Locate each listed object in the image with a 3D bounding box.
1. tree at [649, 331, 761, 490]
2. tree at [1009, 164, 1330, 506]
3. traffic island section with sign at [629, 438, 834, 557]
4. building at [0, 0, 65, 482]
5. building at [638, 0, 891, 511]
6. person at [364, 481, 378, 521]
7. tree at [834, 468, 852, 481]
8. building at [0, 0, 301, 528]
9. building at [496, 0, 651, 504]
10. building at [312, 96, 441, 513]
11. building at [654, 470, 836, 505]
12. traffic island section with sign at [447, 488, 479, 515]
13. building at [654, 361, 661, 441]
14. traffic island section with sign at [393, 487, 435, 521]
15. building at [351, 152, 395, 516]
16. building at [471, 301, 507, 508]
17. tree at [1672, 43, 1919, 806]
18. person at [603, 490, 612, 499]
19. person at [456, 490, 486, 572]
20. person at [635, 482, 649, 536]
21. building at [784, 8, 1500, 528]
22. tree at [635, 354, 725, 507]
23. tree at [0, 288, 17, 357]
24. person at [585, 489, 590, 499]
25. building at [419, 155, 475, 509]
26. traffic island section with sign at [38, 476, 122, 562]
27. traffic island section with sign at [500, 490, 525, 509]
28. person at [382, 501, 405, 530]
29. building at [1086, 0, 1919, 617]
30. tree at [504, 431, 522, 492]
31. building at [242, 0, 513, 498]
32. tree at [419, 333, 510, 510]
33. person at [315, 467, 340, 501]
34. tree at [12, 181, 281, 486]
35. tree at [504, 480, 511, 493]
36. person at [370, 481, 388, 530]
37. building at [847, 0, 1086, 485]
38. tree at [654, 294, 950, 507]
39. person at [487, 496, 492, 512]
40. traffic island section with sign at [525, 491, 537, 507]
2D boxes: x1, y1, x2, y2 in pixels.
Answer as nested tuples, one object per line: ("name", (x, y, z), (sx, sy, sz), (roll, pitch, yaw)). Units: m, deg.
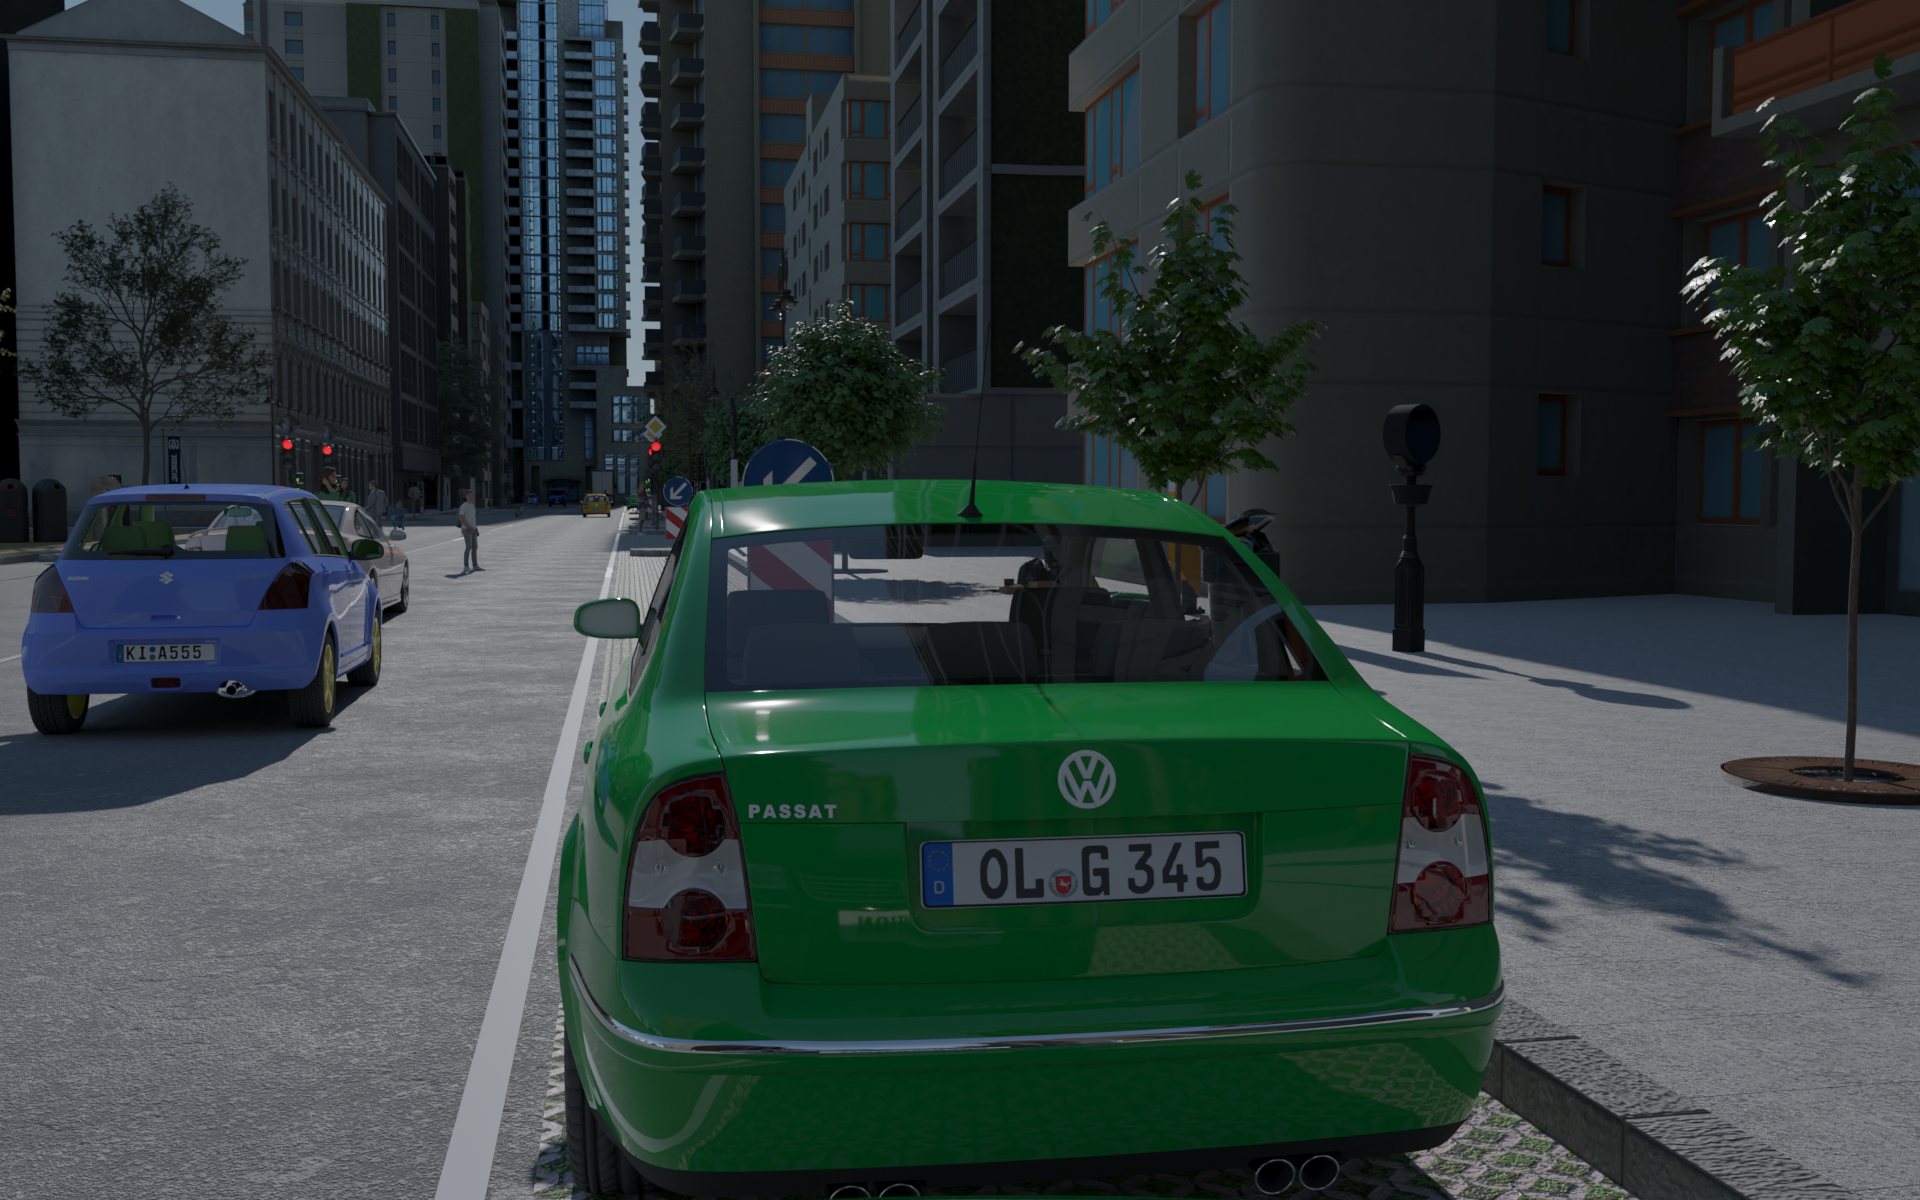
("tree", (-11.134, -7.799, 77.870), (4.360, 8.622, 3.978), (0, 3, 0))
("tree", (1.408, -0.954, 10.206), (1.663, 3.219, 1.824), (0, 3, 0))
("traffic island section with sign", (-1.468, -0.275, 13.128), (1.989, 1.847, 2.006), (-1, 4, -11))
("building", (-45.767, -14.633, 68.922), (15.834, 23.373, 12.332), (-1, 4, -11))
("building", (-12.923, -29.144, 131.135), (22.147, 44.769, 28.867), (-1, 4, -11))
("person", (-16.026, -2.333, 46.921), (0.573, 1.790, 0.520), (-2, 4, -29))
("tree", (-3.294, -2.887, 41.796), (1.663, 3.219, 1.824), (0, 3, 0))
("building", (-33.043, -13.829, 75.258), (9.793, 20.994, 18.267), (-1, 4, -11))
("building", (-57.762, -56.272, 232.712), (31.000, 86.520, 22.319), (-1, 4, -11))
("building", (-42.707, -19.563, 113.362), (14.314, 27.812, 24.014), (-1, 4, -11))
("building", (-26.742, -47.136, 208.930), (20.563, 71.187, 20.611), (-1, 4, -11))
("traffic island section with sign", (-34.172, -6.760, 119.151), (1.989, 1.847, 2.006), (-1, 4, -11))
("building", (-28.096, -24.346, 243.091), (28.899, 21.520, 27.650), (-1, 4, -11))
("traffic island section with sign", (-28.973, -5.101, 92.021), (1.989, 1.847, 2.006), (-1, 4, -11))
("building", (-36.684, -14.922, 93.126), (9.793, 20.994, 18.267), (-1, 4, -11))
("building", (-59.161, -19.706, 167.226), (27.650, 21.520, 28.899), (-1, 4, -11))
("tree", (4.046, -0.788, 7.491), (1.663, 3.219, 1.824), (0, 3, 0))
("person", (-37.066, -10.575, 181.035), (1.348, 1.869, 0.705), (-1, 4, -15))
("person", (-9.079, -1.286, 32.128), (0.523, 1.515, 0.503), (-1, 4, -15))
("person", (-10.858, -3.104, 59.231), (0.573, 1.828, 0.580), (-2, 4, -35))
("building", (6.829, -14.840, 87.670), (28.899, 21.520, 27.650), (-1, 4, -11))
("tree", (-14.457, -8.558, 90.283), (4.737, 8.622, 4.395), (0, 3, 0))
("tree", (-23.991, -5.462, 39.671), (4.360, 8.622, 3.978), (0, 3, 0))
("person", (-27.384, -7.240, 127.138), (0.793, 1.790, 0.793), (2, 4, 32))
("building", (-49.102, -22.924, 146.503), (14.160, 30.474, 14.107), (-1, 4, -11))
("traffic island section with sign", (-18.500, -1.756, 37.332), (1.989, 1.847, 2.006), (-1, 4, -11))
("traffic island section with sign", (-43.522, -9.746, 167.982), (1.989, 1.847, 2.006), (-1, 4, -11))
("person", (-22.480, -3.359, 68.926), (1.012, 1.151, 0.738), (-3, 5, -40))
("building", (18.065, -10.481, 16.407), (27.650, 21.520, 28.899), (-1, 4, -11))
("tree", (-49.635, -14.523, 187.815), (4.360, 8.622, 3.978), (0, 3, 0))
("building", (-67.264, -40.360, 201.891), (28.212, 58.520, 21.231), (-1, 4, -11))
("tree", (-40.566, -14.000, 135.558), (9.857, 13.997, 8.962), (0, 3, 0))
("person", (-8.535, -0.896, 23.398), (0.529, 1.795, 0.600), (0, 4, -1))
("tree", (-23.762, -7.127, 50.933), (7.601, 10.594, 8.767), (-3, 5, -40))
("tree", (-51.251, -12.227, 194.508), (1.663, 3.219, 1.824), (0, 3, 0))
("person", (-17.304, -2.620, 51.438), (0.391, 1.810, 0.635), (1, 4, 18))
("building", (7.538, -37.181, 46.168), (20.563, 71.187, 20.611), (-1, 4, -11))
("tree", (-1.974, -2.734, 28.413), (4.285, 4.588, 4.351), (0, 3, 0))
("person", (-38.599, -7.879, 141.998), (0.373, 1.253, 0.362), (-2, 4, -24))
("traffic island section with sign", (-48.600, -11.366, 194.457), (1.989, 1.847, 2.006), (-1, 4, -11))
